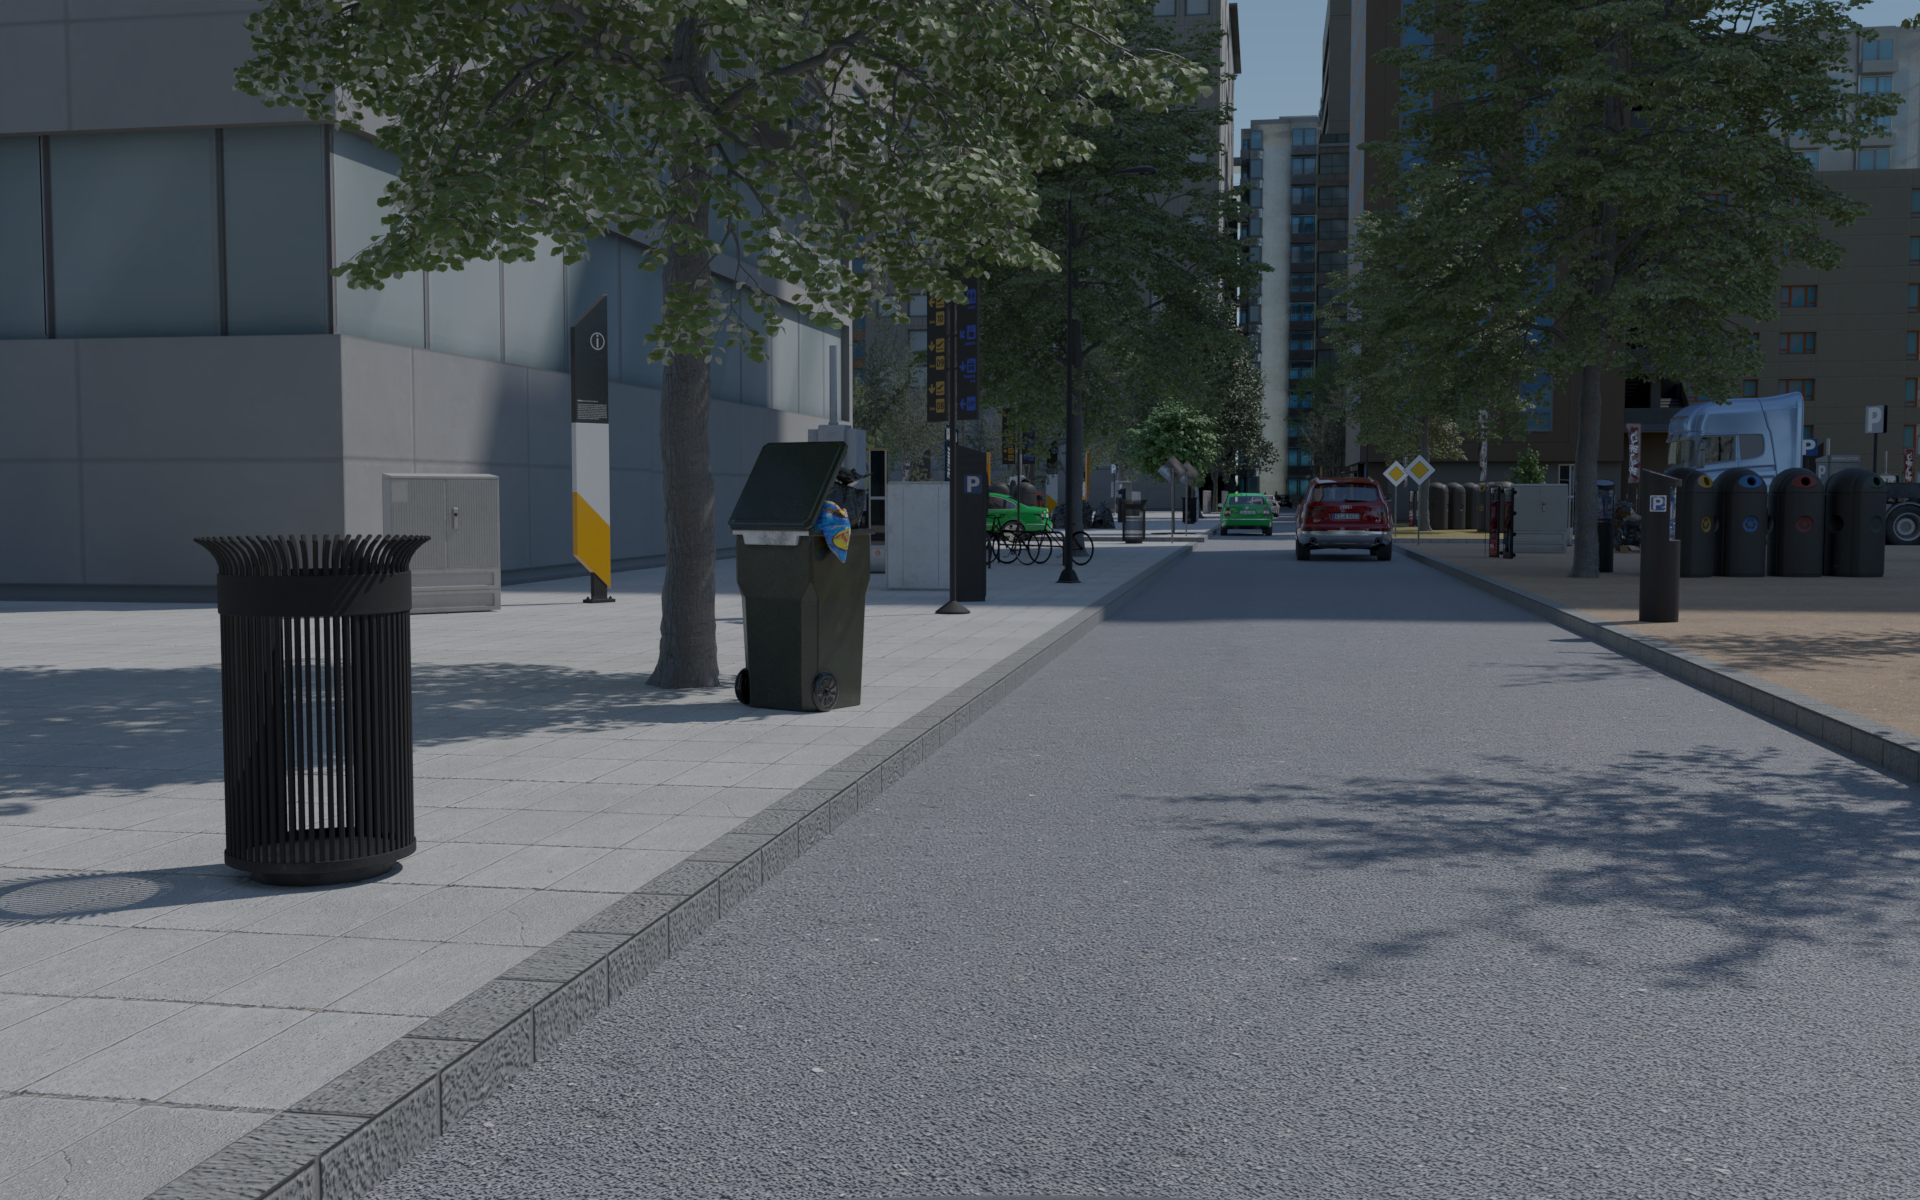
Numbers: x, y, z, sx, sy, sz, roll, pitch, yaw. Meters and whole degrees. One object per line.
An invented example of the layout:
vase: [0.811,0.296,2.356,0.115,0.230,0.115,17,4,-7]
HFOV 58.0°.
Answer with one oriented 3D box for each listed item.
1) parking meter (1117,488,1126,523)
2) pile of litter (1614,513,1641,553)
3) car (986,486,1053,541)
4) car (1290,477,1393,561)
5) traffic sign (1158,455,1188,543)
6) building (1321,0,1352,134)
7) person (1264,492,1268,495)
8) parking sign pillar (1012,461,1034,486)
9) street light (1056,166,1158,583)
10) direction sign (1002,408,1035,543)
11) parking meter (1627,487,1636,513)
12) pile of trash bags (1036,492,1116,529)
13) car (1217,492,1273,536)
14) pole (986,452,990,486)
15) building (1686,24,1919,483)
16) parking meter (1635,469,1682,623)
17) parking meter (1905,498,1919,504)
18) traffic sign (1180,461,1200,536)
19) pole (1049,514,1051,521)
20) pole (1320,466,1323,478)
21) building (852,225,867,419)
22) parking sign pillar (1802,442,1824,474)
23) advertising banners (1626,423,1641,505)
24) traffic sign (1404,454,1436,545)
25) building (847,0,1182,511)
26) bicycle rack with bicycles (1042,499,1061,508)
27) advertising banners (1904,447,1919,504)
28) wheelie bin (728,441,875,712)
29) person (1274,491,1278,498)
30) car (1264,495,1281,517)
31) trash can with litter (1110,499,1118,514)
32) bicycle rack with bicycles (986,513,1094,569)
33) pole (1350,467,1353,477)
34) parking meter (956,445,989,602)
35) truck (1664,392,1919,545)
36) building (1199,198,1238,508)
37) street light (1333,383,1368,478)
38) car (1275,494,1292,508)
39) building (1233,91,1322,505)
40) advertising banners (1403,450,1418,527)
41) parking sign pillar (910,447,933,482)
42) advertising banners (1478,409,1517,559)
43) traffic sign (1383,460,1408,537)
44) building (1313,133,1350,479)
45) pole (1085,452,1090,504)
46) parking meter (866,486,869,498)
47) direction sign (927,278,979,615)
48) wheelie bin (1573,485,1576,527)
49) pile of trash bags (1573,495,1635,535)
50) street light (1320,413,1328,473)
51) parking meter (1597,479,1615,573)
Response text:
parking meter: [7.286,-4.260,78.064,0.372,1.533,0.369,0,3,0]
pile of litter: [14.741,-1.458,37.796,1.719,0.858,1.176,2,4,30]
car: [0.306,-2.521,50.007,4.718,1.807,1.959,1,4,9]
car: [8.578,-1.850,38.915,2.281,1.827,5.304,1,4,10]
traffic sign: [5.511,-2.523,44.899,0.795,2.450,0.064,1,4,10]
building: [43.803,-32.616,156.978,21.300,48.544,21.600,1,4,10]
person: [31.559,-10.320,178.708,0.415,1.643,0.593,-3,5,-45]
parking sign pillar: [3.668,-6.882,100.995,1.447,3.967,1.447,-2,4,-33]
street light: [2.100,-3.194,24.761,1.470,5.913,1.316,1,4,10]
direction sign: [1.540,-3.270,45.459,0.876,3.537,0.379,1,4,12]
parking meter: [25.845,-3.561,66.639,0.372,1.533,0.369,0,3,0]
pile of trash bags: [3.933,-3.301,63.720,3.447,1.369,1.912,-2,4,-32]
car: [10.059,-3.193,61.008,1.959,1.807,4.718,0,4,8]
pole: [1.366,-5.505,83.853,0.158,3.312,0.155,0,3,0]
building: [84.285,-34.272,179.952,30.456,49.044,23.786,1,4,10]
parking meter: [7.039,-0.550,17.405,0.372,1.533,0.369,0,3,0]
parking meter: [29.462,-2.764,53.606,0.372,1.533,0.369,0,3,0]
traffic sign: [6.903,-3.004,52.762,0.795,2.450,0.064,1,4,10]
pole: [3.876,-5.015,75.833,0.158,3.312,0.155,0,3,0]
pole: [25.835,-7.948,123.796,0.158,3.312,0.155,0,3,0]
building: [-10.716,-33.229,197.925,28.867,44.769,22.147,1,4,10]
parking sign pillar: [44.197,-6.218,90.143,1.447,3.967,1.447,2,4,29]
advertising banners: [17.318,-2.875,43.195,2.074,3.025,0.090,-2,4,-27]
traffic sign: [11.607,-2.456,43.803,0.795,2.450,0.064,1,4,10]
building: [8.164,-33.835,142.443,28.713,52.752,27.495,1,4,10]
bicycle rack with bicycles: [5.815,-6.573,120.843,2.852,0.926,2.925,-2,4,-30]
advertising banners: [35.391,-4.120,63.545,0.090,3.025,2.074,-1,4,-15]
wheelie bin: [-0.960,-0.157,10.481,0.980,1.594,0.693,2,4,34]
person: [33.694,-10.751,185.014,0.721,1.736,1.217,-1,4,-23]
car: [18.920,-5.842,107.881,2.083,1.381,4.827,1,4,12]
trash can with litter: [10.235,-6.268,113.873,1.055,1.170,0.624,1,4,11]
bicycle rack with bicycles: [0.615,-1.093,31.257,2.852,0.926,2.925,-3,4,-39]
pole: [27.170,-7.725,120.152,0.158,3.312,0.155,0,3,0]
parking meter: [0.127,-0.916,20.684,0.399,1.863,0.255,-1,4,-18]
truck: [27.873,-3.419,45.660,18.799,4.110,2.967,1,4,8]
building: [18.902,-23.959,163.424,14.160,30.474,14.107,1,4,10]
street light: [16.534,-6.124,72.674,1.470,5.913,1.316,1,4,10]
car: [32.716,-10.126,175.345,2.009,1.686,4.222,1,4,9]
building: [49.297,-36.585,217.775,30.456,49.044,23.786,1,4,10]
advertising banners: [17.868,-4.417,68.405,0.090,3.025,2.074,0,4,-6]
parking sign pillar: [-2.225,-6.812,99.849,1.447,3.967,1.447,1,4,23]
advertising banners: [10.836,-2.375,35.021,0.090,3.025,2.074,0,4,-3]
traffic sign: [12.999,-2.937,51.667,0.795,2.450,0.064,1,4,10]
building: [35.982,-22.576,140.812,14.160,30.474,14.107,1,4,10]
pole: [6.227,-5.554,84.646,0.158,3.312,0.155,0,3,0]
parking meter: [-6.635,-7.249,124.233,0.399,1.863,0.255,1,4,13]
direction sign: [-0.078,-1.622,18.509,0.379,3.537,0.876,-3,4,-38]
wheelie bin: [21.721,-3.233,60.773,0.980,1.594,0.693,3,5,42]
pile of trash bags: [19.862,-2.691,53.758,1.912,1.369,3.447,3,4,37]
street light: [21.232,-7.730,98.924,1.470,5.913,1.316,1,4,10]
parking meter: [10.530,-1.223,28.403,0.372,1.533,0.369,0,3,0]
